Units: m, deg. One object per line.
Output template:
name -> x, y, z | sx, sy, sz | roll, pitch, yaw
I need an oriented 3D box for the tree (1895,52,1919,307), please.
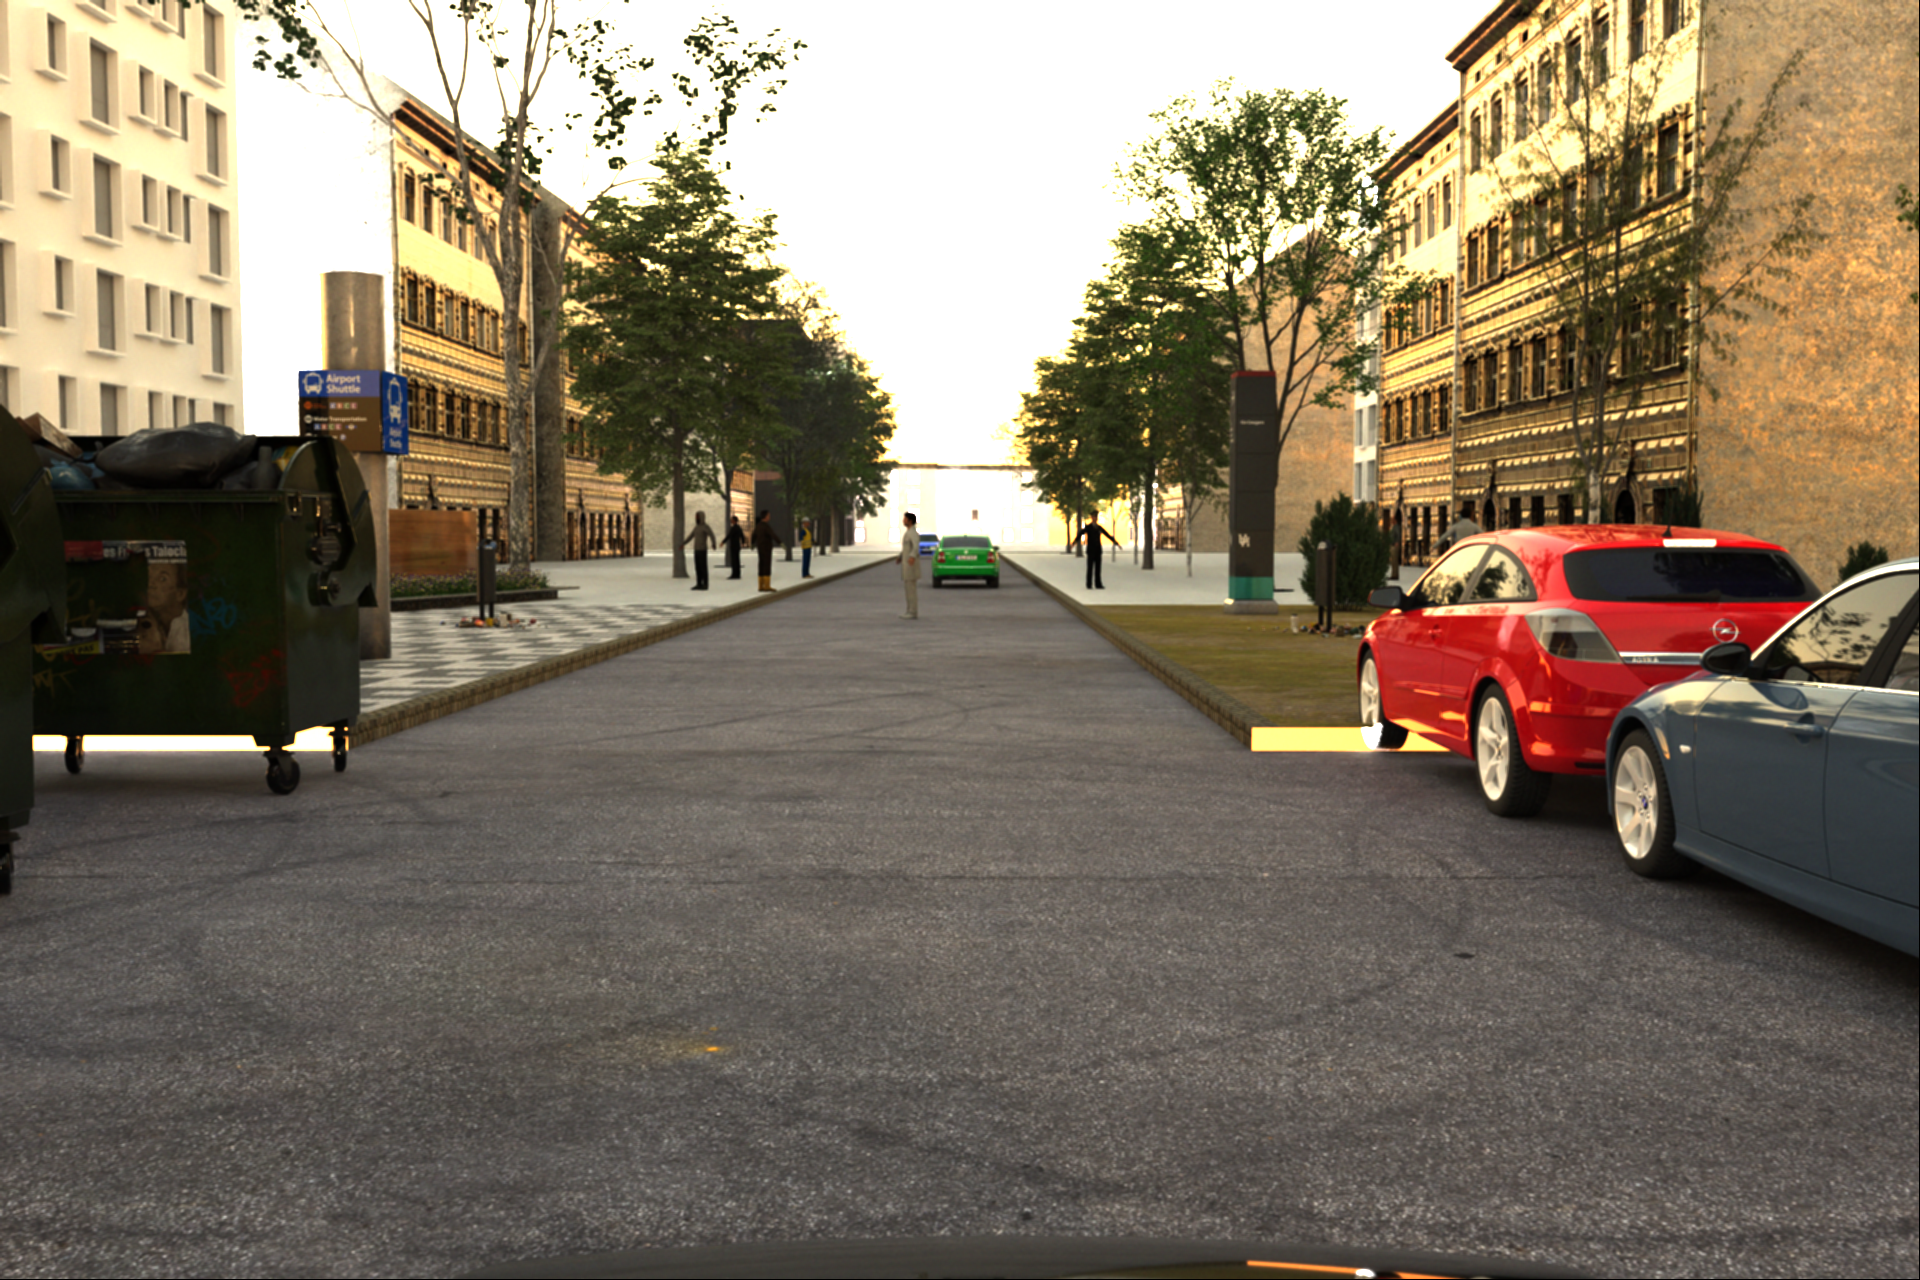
tree -> 14.848, -4.473, 23.504 | 4.737, 8.622, 4.395 | 0, 3, 0

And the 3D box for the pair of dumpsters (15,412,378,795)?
pair of dumpsters -> -5.753, -0.301, 9.877 | 4.436, 2.255, 1.574 | 0, 4, 1

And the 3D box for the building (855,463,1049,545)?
building -> -3.236, -15.960, 205.546 | 28.070, 9.664, 9.099 | 0, 4, -7

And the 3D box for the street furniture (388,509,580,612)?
street furniture -> -10.622, -1.558, 32.331 | 9.812, 1.723, 11.010 | 1, 4, 14

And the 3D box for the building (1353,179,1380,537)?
building -> 26.127, -14.342, 90.909 | 16.016, 20.090, 11.380 | 0, 4, 0

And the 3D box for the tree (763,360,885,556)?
tree -> -8.197, -10.849, 103.134 | 9.928, 11.665, 9.643 | 0, 3, 0

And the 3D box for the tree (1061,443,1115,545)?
tree -> 15.418, -17.809, 209.299 | 7.486, 12.596, 7.792 | 0, 3, 0

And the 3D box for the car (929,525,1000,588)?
car -> 0.132, -2.363, 47.427 | 1.959, 1.807, 4.718 | 0, 4, -1

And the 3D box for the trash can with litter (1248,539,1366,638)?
trash can with litter -> 4.686, -0.688, 22.309 | 1.678, 1.210, 2.233 | 0, 4, 0

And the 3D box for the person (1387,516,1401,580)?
person -> 12.109, -2.574, 48.352 | 0.705, 1.796, 1.348 | 0, 4, 0

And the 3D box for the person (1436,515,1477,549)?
person -> 12.571, -2.273, 43.294 | 1.347, 1.817, 0.704 | 2, 4, 27

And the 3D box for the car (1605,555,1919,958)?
car -> 3.671, 0.383, 5.748 | 2.014, 1.417, 4.499 | 0, 4, 1

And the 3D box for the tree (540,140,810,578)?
tree -> -8.157, -8.065, 49.988 | 7.486, 12.596, 7.792 | 0, 3, 0

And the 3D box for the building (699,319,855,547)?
building -> -26.093, -20.620, 181.111 | 27.936, 21.610, 32.646 | 0, 4, 1

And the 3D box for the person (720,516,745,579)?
person -> -6.446, -2.643, 49.445 | 0.704, 1.802, 1.346 | 1, 4, 21

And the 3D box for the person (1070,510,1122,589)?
person -> 3.162, -2.121, 40.615 | 1.347, 1.837, 0.705 | -1, 4, -22

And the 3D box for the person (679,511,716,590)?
person -> -5.965, -2.054, 39.714 | 0.705, 1.813, 1.348 | -3, 5, -45

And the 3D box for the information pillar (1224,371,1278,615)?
information pillar -> 4.690, -2.352, 27.826 | 0.750, 3.857, 0.750 | 0, 4, 0

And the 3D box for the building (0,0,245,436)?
building -> -26.476, -11.143, 38.602 | 16.016, 20.090, 11.380 | 0, 4, 0

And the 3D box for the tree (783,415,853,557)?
tree -> -7.948, -8.853, 95.108 | 4.737, 8.622, 4.395 | 0, 3, 0

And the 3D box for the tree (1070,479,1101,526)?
tree -> 14.749, -15.385, 201.902 | 4.737, 8.622, 4.395 | 0, 3, 0

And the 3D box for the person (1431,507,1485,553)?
person -> 9.988, -1.715, 34.226 | 1.347, 1.806, 0.705 | 1, 4, 21

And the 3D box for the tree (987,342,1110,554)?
tree -> 6.932, -12.328, 111.934 | 12.009, 13.543, 11.850 | 0, 3, 0

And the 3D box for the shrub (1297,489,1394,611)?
shrub -> 6.422, -1.499, 28.920 | 1.690, 2.028, 1.600 | 0, 3, 0

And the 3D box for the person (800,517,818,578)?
person -> -4.406, -2.696, 50.549 | 0.721, 1.772, 1.216 | 1, 4, 14

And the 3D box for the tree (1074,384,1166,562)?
tree -> 6.907, -7.921, 79.872 | 4.360, 8.622, 3.978 | 0, 3, 0

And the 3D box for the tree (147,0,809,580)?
tree -> -9.420, -10.876, 33.713 | 12.611, 20.169, 13.585 | 0, 3, 0

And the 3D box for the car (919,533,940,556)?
car -> -1.966, -5.726, 103.203 | 1.945, 1.707, 3.694 | 0, 3, 0

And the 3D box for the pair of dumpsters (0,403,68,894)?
pair of dumpsters -> -5.809, -0.082, 6.291 | 4.436, 2.255, 1.574 | 0, 4, 0

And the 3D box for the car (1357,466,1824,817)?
car -> 3.603, -0.074, 10.251 | 2.155, 1.783, 4.494 | 0, 4, 0

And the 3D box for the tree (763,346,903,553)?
tree -> -8.594, -12.863, 116.969 | 9.857, 13.997, 8.962 | 0, 3, 0

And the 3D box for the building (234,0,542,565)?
building -> -28.704, -14.578, 69.277 | 19.493, 23.208, 18.063 | 0, 4, 1

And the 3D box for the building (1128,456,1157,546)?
building -> 23.242, -14.612, 181.058 | 9.099, 9.664, 28.070 | 0, 4, 1

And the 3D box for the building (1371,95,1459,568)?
building -> 26.913, -14.261, 64.096 | 19.493, 23.208, 18.063 | 0, 4, 0

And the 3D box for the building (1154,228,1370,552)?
building -> 25.441, -18.527, 133.840 | 19.493, 23.208, 18.063 | 0, 3, 0

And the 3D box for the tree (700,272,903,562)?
tree -> -7.907, -10.434, 80.965 | 12.009, 13.543, 11.850 | 0, 3, 0

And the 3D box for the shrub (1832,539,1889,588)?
shrub -> 13.672, -0.918, 26.121 | 1.383, 1.207, 1.383 | 0, 3, 0

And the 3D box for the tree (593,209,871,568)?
tree -> -9.004, -9.545, 66.430 | 12.009, 13.543, 11.850 | 0, 3, 0

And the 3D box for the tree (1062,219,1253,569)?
tree -> 7.153, -8.863, 63.030 | 7.486, 12.596, 7.792 | 0, 3, 0

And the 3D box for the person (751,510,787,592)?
person -> -4.321, -1.985, 38.599 | 0.704, 1.812, 1.346 | -3, 5, -40

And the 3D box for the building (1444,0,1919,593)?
building -> 25.042, -13.150, 45.927 | 19.493, 23.208, 18.063 | 0, 4, 0

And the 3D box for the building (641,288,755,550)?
building -> -28.002, -19.414, 148.350 | 19.493, 23.208, 18.063 | 0, 4, 0

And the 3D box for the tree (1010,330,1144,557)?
tree -> 6.686, -10.870, 95.856 | 7.486, 12.596, 7.792 | 0, 3, 0

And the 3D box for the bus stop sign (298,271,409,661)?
bus stop sign -> -6.186, -1.756, 17.730 | 0.837, 3.901, 0.837 | 0, 3, 0

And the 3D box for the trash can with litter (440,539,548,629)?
trash can with litter -> -6.493, -0.822, 24.504 | 1.678, 1.210, 2.233 | 0, 4, -1

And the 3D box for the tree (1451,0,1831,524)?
tree -> 7.512, -4.322, 21.021 | 4.360, 8.622, 3.978 | 0, 3, 0

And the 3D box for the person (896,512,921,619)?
person -> -0.869, -1.271, 29.419 | 0.705, 1.806, 1.347 | -1, 4, -11

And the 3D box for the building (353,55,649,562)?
building -> -27.460, -15.788, 89.057 | 19.493, 23.208, 18.063 | 0, 4, 1

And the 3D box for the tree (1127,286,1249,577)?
tree -> 6.821, -6.188, 51.530 | 4.360, 8.622, 3.978 | 0, 3, 0

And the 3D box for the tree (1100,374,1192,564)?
tree -> 7.376, -7.508, 73.116 | 4.360, 8.622, 3.978 | 0, 3, 0

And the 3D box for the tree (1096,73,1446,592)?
tree -> 6.887, -6.901, 38.591 | 9.928, 11.665, 9.643 | 0, 3, 0
